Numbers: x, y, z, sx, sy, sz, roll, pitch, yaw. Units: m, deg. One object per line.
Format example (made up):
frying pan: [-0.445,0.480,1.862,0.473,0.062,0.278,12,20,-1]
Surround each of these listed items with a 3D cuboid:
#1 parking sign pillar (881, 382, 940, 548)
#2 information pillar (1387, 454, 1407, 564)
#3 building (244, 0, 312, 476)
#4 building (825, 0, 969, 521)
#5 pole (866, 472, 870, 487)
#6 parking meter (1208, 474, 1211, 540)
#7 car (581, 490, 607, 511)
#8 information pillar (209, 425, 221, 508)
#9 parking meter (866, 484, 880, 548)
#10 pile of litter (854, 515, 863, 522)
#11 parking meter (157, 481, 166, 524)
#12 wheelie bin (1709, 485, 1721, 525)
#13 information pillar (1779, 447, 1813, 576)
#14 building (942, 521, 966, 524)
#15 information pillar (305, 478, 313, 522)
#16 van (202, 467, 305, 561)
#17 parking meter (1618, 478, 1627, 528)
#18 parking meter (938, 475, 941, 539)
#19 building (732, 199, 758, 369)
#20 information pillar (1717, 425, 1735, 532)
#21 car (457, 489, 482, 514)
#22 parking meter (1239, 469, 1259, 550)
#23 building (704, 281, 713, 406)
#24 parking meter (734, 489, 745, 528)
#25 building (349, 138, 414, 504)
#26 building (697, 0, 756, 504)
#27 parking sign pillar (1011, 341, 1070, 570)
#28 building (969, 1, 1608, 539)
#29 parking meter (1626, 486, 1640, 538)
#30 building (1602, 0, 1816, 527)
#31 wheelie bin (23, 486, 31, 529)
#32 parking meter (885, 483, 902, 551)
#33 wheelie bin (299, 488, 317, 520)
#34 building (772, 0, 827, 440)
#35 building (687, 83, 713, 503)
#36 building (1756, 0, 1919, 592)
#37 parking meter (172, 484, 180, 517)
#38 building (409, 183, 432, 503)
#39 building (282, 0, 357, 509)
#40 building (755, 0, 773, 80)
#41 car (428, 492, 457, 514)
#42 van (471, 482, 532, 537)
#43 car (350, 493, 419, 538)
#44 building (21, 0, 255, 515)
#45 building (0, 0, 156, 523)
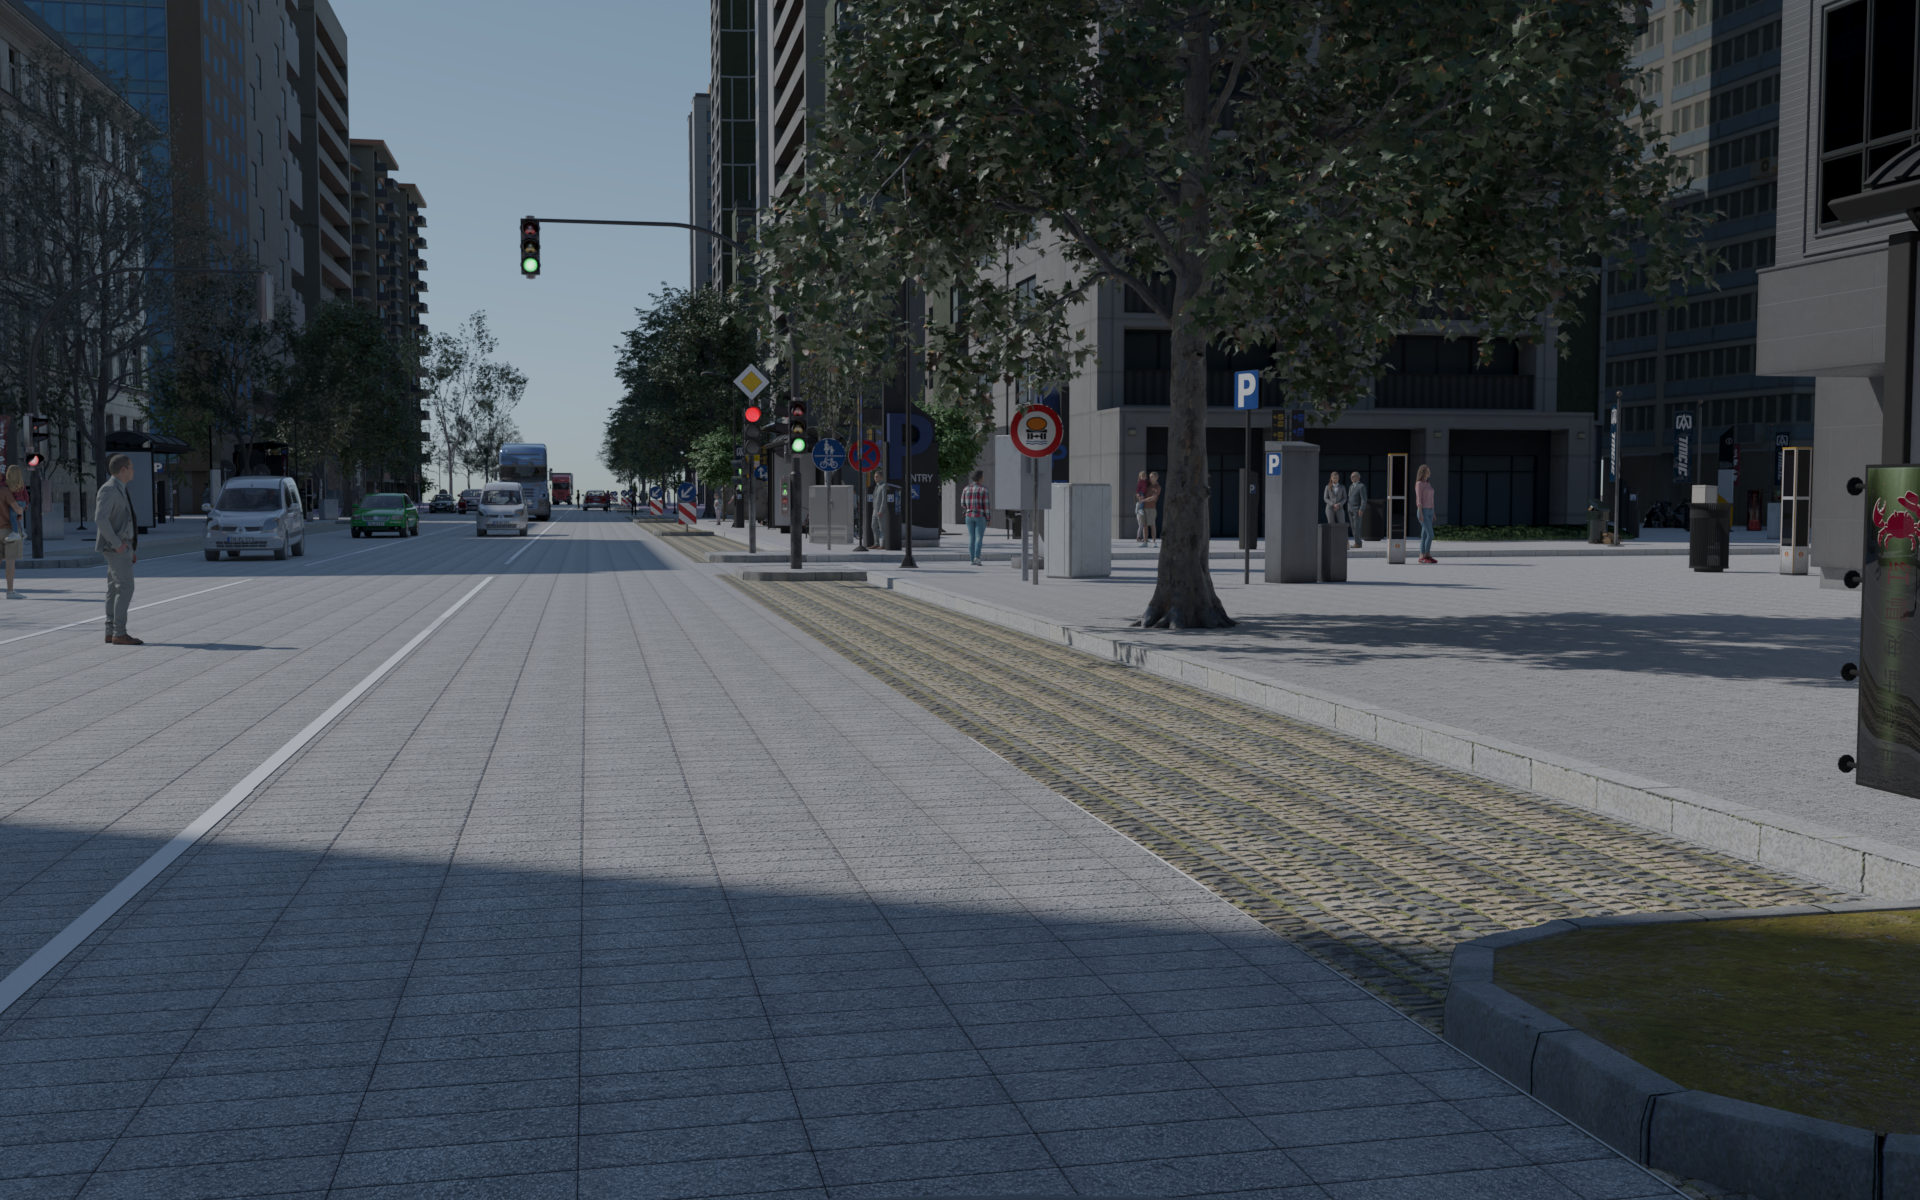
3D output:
parking sign pillar: [-1.203,-3.272,41.962,1.447,3.967,1.447,-1,4,-15]
information pillar: [7.988,-1.662,31.667,0.304,2.012,0.304,0,4,6]
building: [-65.166,-33.055,129.696,28.713,52.752,27.495,-1,4,-12]
building: [-1.140,-20.172,101.511,14.160,30.474,14.107,-1,4,-12]
pole: [-4.708,-5.811,88.850,0.158,3.312,0.155,0,3,0]
parking meter: [6.770,-2.582,47.922,0.255,1.863,0.399,-1,4,-9]
car: [-31.197,-8.534,148.197,2.281,1.827,5.304,-1,4,-14]
information pillar: [-25.282,-4.125,58.791,0.183,3.616,0.504,1,4,10]
parking meter: [-2.100,-2.008,41.242,0.372,1.533,0.369,0,3,0]
pile of litter: [-4.373,-3.544,71.908,1.719,0.858,1.176,1,4,14]
parking meter: [-34.701,-4.252,75.235,0.255,1.863,0.399,-3,5,-40]
wheelie bin: [27.266,-3.340,62.523,0.693,1.594,0.980,-1,4,-17]
information pillar: [13.183,-1.396,27.322,0.304,2.012,0.304,-1,4,-15]
building: [5.226,-18.875,80.305,14.160,30.474,14.107,-1,4,-12]
information pillar: [-30.024,-4.614,79.934,0.304,2.012,0.304,-1,4,-19]
van: [-15.689,-1.930,38.570,2.013,2.044,4.112,-1,4,-14]
parking meter: [24.787,-3.619,64.881,0.399,1.863,0.255,-3,5,-44]
parking meter: [-0.718,-2.451,45.786,0.399,1.863,0.255,2,4,29]
building: [-15.798,-24.557,173.209,14.160,30.474,14.107,-1,4,-12]
information pillar: [25.946,-4.115,58.641,0.504,3.616,0.183,3,5,42]
car: [-34.682,-7.038,123.747,2.281,1.827,5.304,-1,4,-12]
parking meter: [6.686,-2.102,40.077,0.399,1.863,0.255,-1,4,-22]
building: [-28.069,-28.423,236.413,14.160,30.474,14.107,-1,4,-12]
parking meter: [-8.331,-3.488,65.439,0.372,1.533,0.369,0,3,0]
building: [-79.048,-33.791,207.112,22.147,44.769,28.867,-1,4,-12]
building: [-22.505,-47.726,218.576,20.563,71.187,20.611,-1,4,-12]
parking sign pillar: [1.609,-2.537,29.956,1.447,3.967,1.447,0,4,-4]
building: [12.431,-37.964,58.957,20.611,71.187,20.563,-1,4,-12]
parking meter: [19.683,-2.583,50.650,0.372,1.533,0.369,0,3,0]
building: [40.833,-23.246,71.955,23.993,40.220,32.217,-1,4,-12]
wheelie bin: [-34.638,-3.455,64.397,0.693,1.594,0.980,2,4,29]
parking meter: [-1.506,-1.892,39.337,0.372,1.533,0.369,0,3,0]
wheelie bin: [-32.921,-4.856,87.307,0.980,1.594,0.693,-1,4,-20]
building: [-2.101,-30.878,128.563,21.300,48.544,21.600,-1,4,-12]
building: [-29.456,-43.722,256.860,21.231,58.520,28.212,-1,4,-12]
building: [20.017,-11.639,9.368,14.314,24.678,30.058,-1,4,-12]
parking meter: [-44.330,-5.634,97.831,0.399,1.863,0.255,-1,4,-9]
building: [-84.286,-35.525,235.459,22.147,44.769,28.867,-1,4,-12]
building: [-66.939,-32.482,154.784,21.300,48.544,21.600,-1,4,-12]
building: [-7.376,-37.343,152.554,21.231,58.520,28.212,-1,4,-12]
car: [-38.399,-7.267,128.595,2.009,1.686,4.222,-1,4,-12]
van: [-15.793,-3.227,59.778,2.013,2.044,4.112,-1,4,-13]
car: [-19.240,-3.009,57.987,1.959,1.807,4.718,-1,4,-11]
building: [-54.039,-28.148,110.330,14.600,45.320,14.200,-1,4,-12]
building: [-47.495,-14.900,76.903,16.112,22.955,30.059,-1,4,-12]
